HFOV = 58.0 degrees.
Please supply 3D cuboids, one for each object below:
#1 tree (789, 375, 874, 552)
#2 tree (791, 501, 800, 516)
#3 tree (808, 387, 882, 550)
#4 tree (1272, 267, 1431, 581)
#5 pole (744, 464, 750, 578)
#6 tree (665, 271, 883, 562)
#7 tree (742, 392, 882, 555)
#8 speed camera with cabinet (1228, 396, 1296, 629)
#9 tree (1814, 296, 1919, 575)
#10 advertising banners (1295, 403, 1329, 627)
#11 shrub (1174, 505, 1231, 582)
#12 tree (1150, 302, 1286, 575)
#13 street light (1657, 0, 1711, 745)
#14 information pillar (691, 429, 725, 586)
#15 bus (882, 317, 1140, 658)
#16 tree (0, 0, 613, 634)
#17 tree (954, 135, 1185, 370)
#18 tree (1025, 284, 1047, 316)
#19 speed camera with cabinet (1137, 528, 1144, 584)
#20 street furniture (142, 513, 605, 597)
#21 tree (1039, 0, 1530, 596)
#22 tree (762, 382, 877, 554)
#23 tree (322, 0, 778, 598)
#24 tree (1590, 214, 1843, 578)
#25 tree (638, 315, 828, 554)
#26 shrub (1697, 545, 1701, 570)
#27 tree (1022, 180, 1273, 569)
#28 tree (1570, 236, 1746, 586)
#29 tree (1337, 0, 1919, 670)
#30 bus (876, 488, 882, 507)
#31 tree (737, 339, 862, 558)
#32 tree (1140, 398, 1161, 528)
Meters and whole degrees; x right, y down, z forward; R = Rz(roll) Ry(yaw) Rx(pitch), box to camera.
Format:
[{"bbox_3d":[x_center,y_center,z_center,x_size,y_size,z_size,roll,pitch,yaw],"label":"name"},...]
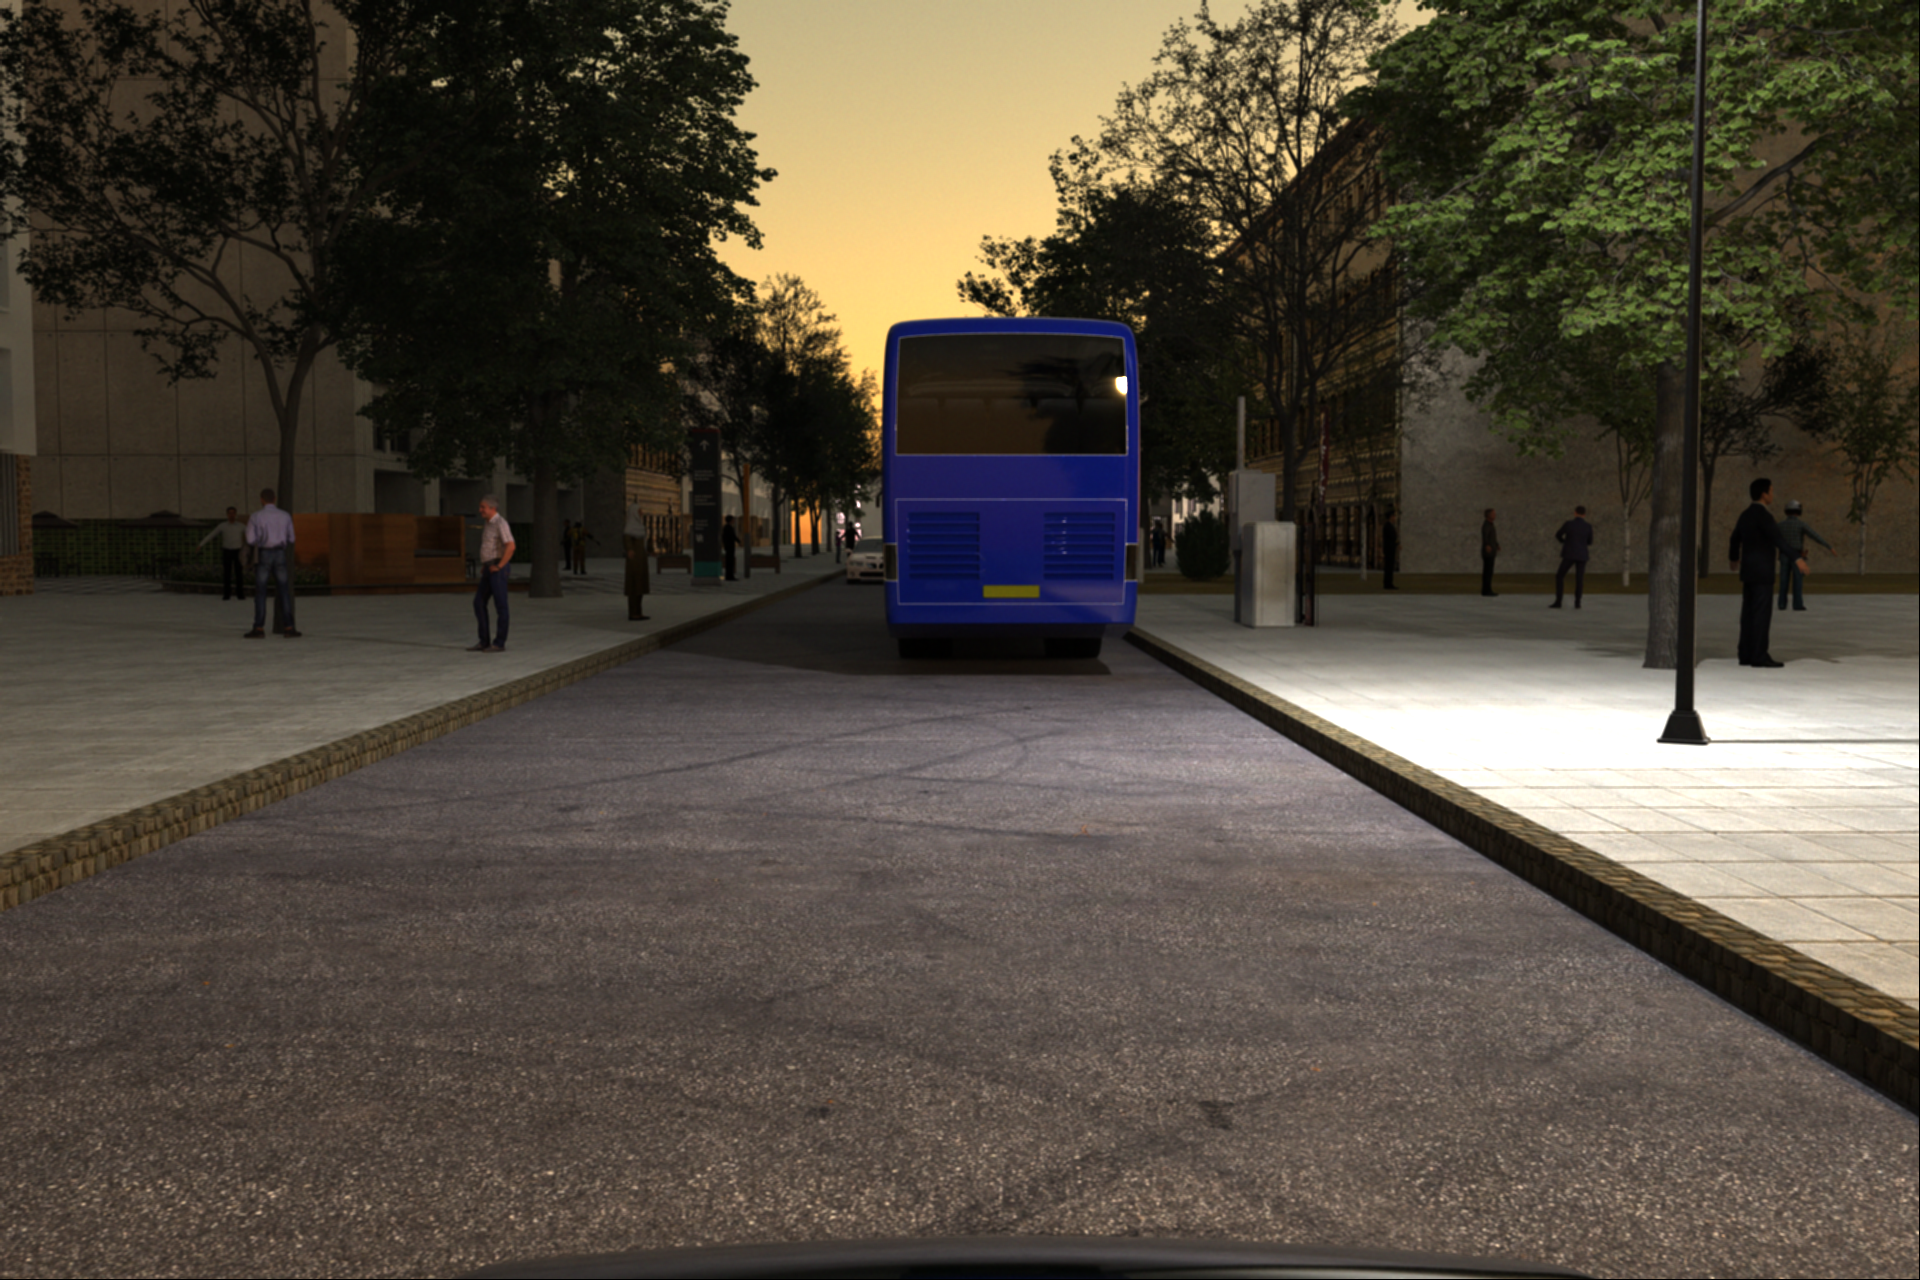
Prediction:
[{"bbox_3d":[-9.777,-12.590,123.965,7.486,12.596,7.792,0,3,0],"label":"tree"},{"bbox_3d":[-23.669,-17.367,234.319,4.737,8.622,4.395,0,3,0],"label":"tree"},{"bbox_3d":[-9.186,-14.024,139.656,12.009,13.543,11.850,0,3,0],"label":"tree"},{"bbox_3d":[11.240,-5.931,47.327,4.360,8.622,3.978,0,3,0],"label":"tree"},{"bbox_3d":[-6.189,-3.453,50.294,0.158,3.312,0.155,0,3,0],"label":"pole"},{"bbox_3d":[-8.420,-10.386,80.186,12.009,13.543,11.850,0,3,0],"label":"tree"},{"bbox_3d":[-8.892,-10.426,104.879,8.767,10.594,7.601,-1,4,-14],"label":"tree"},{"bbox_3d":[4.242,-1.834,24.325,0.660,3.252,2.038,0,4,-1],"label":"speed camera with cabinet"},{"bbox_3d":[28.822,-6.381,54.685,4.737,8.622,4.395,0,3,0],"label":"tree"},{"bbox_3d":[4.903,-1.716,24.239,0.090,3.025,2.074,0,4,-1],"label":"advertising banners"},{"bbox_3d":[6.596,-2.625,46.965,1.661,2.075,1.752,0,3,0],"label":"shrub"},{"bbox_3d":[8.214,-6.309,53.521,4.737,8.622,4.395,0,3,0],"label":"tree"},{"bbox_3d":[5.010,-2.322,10.513,1.470,5.913,1.316,0,4,-1],"label":"street light"},{"bbox_3d":[-6.256,-3.273,42.891,0.750,3.857,0.750,0,4,0],"label":"information pillar"},{"bbox_3d":[0.419,-1.918,22.913,2.896,3.916,12.251,0,4,-1],"label":"bus"},{"bbox_3d":[-8.652,-5.335,21.634,8.767,10.594,7.601,-1,4,-12],"label":"tree"},{"bbox_3d":[5.449,-14.036,85.383,12.611,20.169,13.585,0,3,0],"label":"tree"},{"bbox_3d":[5.610,-16.794,130.472,12.611,20.169,13.585,0,3,0],"label":"tree"},{"bbox_3d":[4.461,-3.137,45.633,0.660,3.252,2.038,0,4,0],"label":"speed camera with cabinet"},{"bbox_3d":[-14.956,-2.027,40.002,11.010,1.723,9.812,-3,5,-43],"label":"street furniture"},{"bbox_3d":[6.955,-7.687,36.061,12.009,13.543,11.850,0,3,0],"label":"tree"},{"bbox_3d":[-9.366,-11.515,114.018,9.928,11.665,9.643,0,3,0],"label":"tree"},{"bbox_3d":[-8.516,-7.838,34.809,9.857,13.997,8.962,0,3,0],"label":"tree"},{"bbox_3d":[21.955,-7.075,50.092,7.601,10.594,8.767,-1,4,-13],"label":"tree"},{"bbox_3d":[-8.605,-8.204,68.545,7.601,10.594,8.767,2,4,33],"label":"tree"},{"bbox_3d":[22.614,-2.623,54.002,1.383,1.207,1.383,0,3,0],"label":"shrub"},{"bbox_3d":[6.779,-9.554,62.867,9.857,13.997,8.962,0,3,0],"label":"tree"},{"bbox_3d":[16.550,-5.625,42.330,4.737,8.622,4.395,0,3,0],"label":"tree"},{"bbox_3d":[6.859,-5.974,15.803,7.486,12.596,7.792,0,3,0],"label":"tree"},{"bbox_3d":[-1.479,-4.501,65.139,2.896,3.916,12.251,0,4,-1],"label":"bus"},{"bbox_3d":[-8.822,-10.199,92.505,9.928,11.665,9.643,0,3,0],"label":"tree"},{"bbox_3d":[6.854,-7.569,74.109,4.360,8.622,3.978,0,3,0],"label":"tree"}]
